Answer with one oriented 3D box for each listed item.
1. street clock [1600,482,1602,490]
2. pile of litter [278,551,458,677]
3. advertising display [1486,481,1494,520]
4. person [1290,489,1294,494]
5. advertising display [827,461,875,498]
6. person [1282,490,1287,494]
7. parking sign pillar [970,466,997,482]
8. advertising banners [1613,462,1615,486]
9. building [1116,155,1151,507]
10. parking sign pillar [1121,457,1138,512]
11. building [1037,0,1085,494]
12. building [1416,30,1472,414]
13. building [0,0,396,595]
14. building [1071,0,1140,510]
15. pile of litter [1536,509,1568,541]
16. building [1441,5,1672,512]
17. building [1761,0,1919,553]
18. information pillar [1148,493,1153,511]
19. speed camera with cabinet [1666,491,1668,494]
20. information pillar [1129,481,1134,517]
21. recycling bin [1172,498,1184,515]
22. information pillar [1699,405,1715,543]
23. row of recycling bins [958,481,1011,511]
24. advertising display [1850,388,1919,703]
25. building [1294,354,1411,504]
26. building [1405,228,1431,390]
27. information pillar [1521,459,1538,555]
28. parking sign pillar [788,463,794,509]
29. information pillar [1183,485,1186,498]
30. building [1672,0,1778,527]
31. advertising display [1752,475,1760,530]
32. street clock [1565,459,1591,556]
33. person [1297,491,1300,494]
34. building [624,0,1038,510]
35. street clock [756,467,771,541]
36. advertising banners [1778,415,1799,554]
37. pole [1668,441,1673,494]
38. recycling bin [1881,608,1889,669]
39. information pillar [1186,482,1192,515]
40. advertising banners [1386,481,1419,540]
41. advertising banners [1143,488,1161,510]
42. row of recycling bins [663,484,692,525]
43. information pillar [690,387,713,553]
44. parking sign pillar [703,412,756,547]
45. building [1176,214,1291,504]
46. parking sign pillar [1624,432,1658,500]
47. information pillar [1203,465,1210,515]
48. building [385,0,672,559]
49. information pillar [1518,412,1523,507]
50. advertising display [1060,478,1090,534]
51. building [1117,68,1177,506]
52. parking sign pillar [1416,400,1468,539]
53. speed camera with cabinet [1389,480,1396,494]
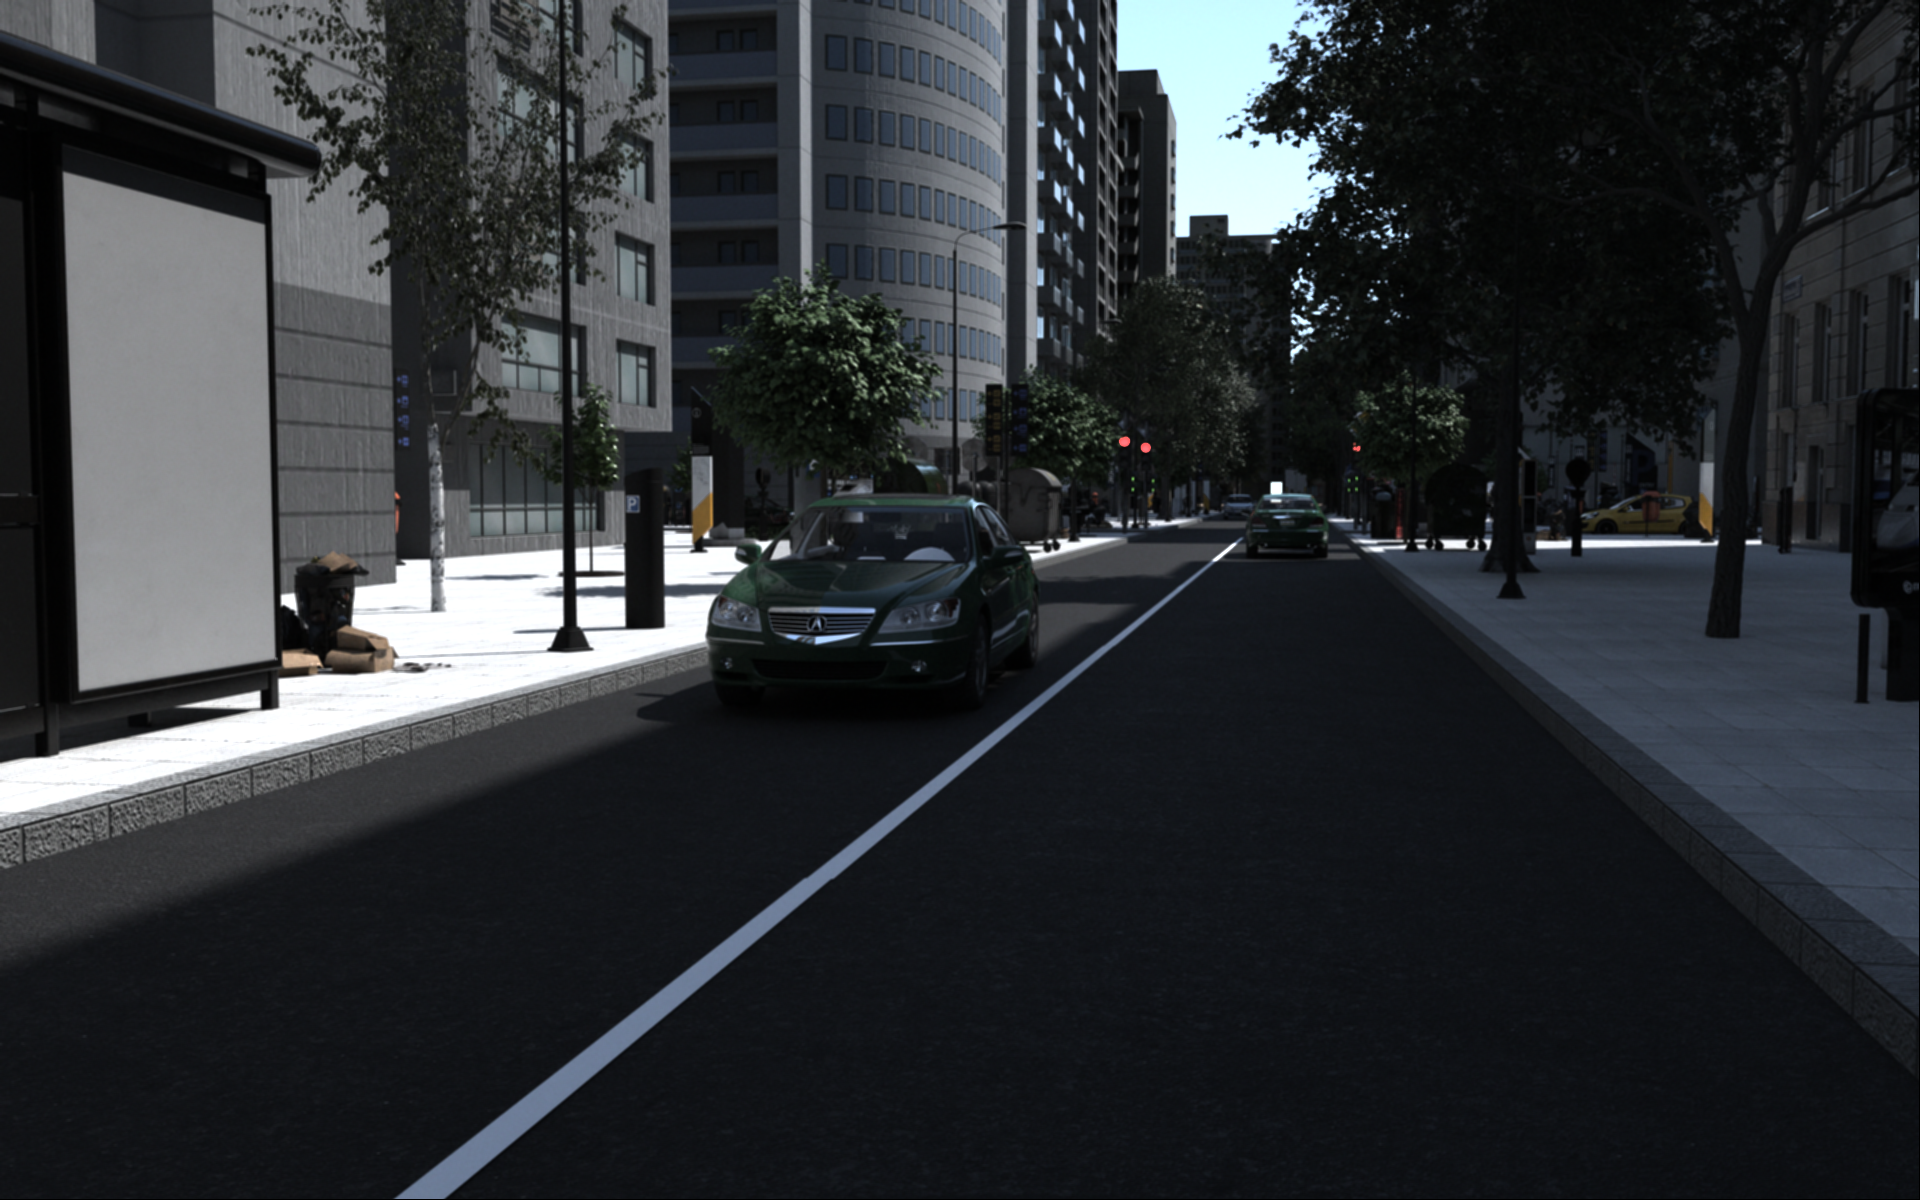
[{"bbox_3d":[39.017,-6.153,105.164,0.358,2.002,0.471,0,4,6],"label":"street clock"},{"bbox_3d":[-4.636,0.083,12.601,1.719,0.858,1.176,1,4,9],"label":"pile of litter"},{"bbox_3d":[26.636,-4.965,86.398,0.974,1.923,0.123,-1,4,-14],"label":"advertising display"},{"bbox_3d":[19.936,-5.790,103.925,0.760,1.731,0.466,-2,4,-29],"label":"person"},{"bbox_3d":[-1.995,-1.569,30.865,0.974,1.923,0.123,-1,4,-13],"label":"advertising display"},{"bbox_3d":[29.839,-9.215,159.036,0.709,1.838,0.599,3,4,39],"label":"person"},{"bbox_3d":[1.078,-5.312,75.329,1.447,3.967,1.447,2,4,29],"label":"parking sign pillar"},{"bbox_3d":[36.374,-6.102,95.958,0.090,3.025,2.074,2,4,31],"label":"advertising banners"},{"bbox_3d":[2.870,-29.478,173.841,32.217,40.220,23.993,1,4,11],"label":"building"},{"bbox_3d":[11.966,-8.206,122.642,1.447,3.967,1.447,2,4,25],"label":"parking sign pillar"},{"bbox_3d":[-3.122,-30.876,124.437,23.786,49.044,30.456,1,4,11],"label":"building"},{"bbox_3d":[52.391,-30.518,153.595,22.147,44.769,28.867,1,4,11],"label":"building"},{"bbox_3d":[-21.075,-28.710,11.414,21.231,58.520,28.212,1,4,11],"label":"building"},{"bbox_3d":[5.134,-43.519,149.782,20.563,71.187,20.611,1,4,11],"label":"building"},{"bbox_3d":[16.279,-2.079,47.957,1.176,0.858,1.719,2,4,31],"label":"pile of litter"},{"bbox_3d":[47.828,-32.317,117.625,28.713,52.752,27.495,1,4,11],"label":"building"},{"bbox_3d":[23.685,-14.261,30.429,12.463,27.353,25.104,1,4,11],"label":"building"},{"bbox_3d":[14.027,-8.353,127.931,0.504,3.616,0.183,1,4,13],"label":"information pillar"},{"bbox_3d":[43.368,-6.719,104.197,2.038,3.252,0.660,0,4,7],"label":"speed camera with cabinet"},{"bbox_3d":[9.585,-5.655,96.951,0.304,2.012,0.304,-1,4,-19],"label":"information pillar"},{"bbox_3d":[13.611,-5.825,107.791,0.722,1.027,0.722,-2,4,-29],"label":"recycling bin"},{"bbox_3d":[19.694,-3.321,45.646,0.504,3.616,0.183,-2,4,-33],"label":"information pillar"},{"bbox_3d":[0.895,-2.947,55.292,1.069,1.692,3.534,2,4,26],"label":"row of recycling bins"},{"bbox_3d":[5.951,-0.338,10.733,0.974,1.923,0.123,-1,4,-19],"label":"advertising display"},{"bbox_3d":[60.382,-23.997,237.384,28.899,21.520,27.650,1,4,11],"label":"building"},{"bbox_3d":[58.599,-34.423,182.420,23.786,49.044,30.456,1,4,11],"label":"building"},{"bbox_3d":[12.076,-1.975,36.781,0.304,2.012,0.304,1,4,12],"label":"information pillar"},{"bbox_3d":[-6.226,-4.956,69.496,1.447,3.967,1.447,0,4,6],"label":"parking sign pillar"},{"bbox_3d":[14.183,-7.170,108.580,0.504,3.616,0.183,3,4,37],"label":"information pillar"},{"bbox_3d":[42.900,-27.525,73.730,21.600,48.544,21.300,1,4,11],"label":"building"},{"bbox_3d":[27.589,-3.353,60.038,0.123,1.923,0.974,1,4,19],"label":"advertising display"},{"bbox_3d":[12.707,-1.900,35.643,0.471,2.002,0.358,2,4,28],"label":"street clock"},{"bbox_3d":[28.782,-8.411,146.743,0.721,1.736,1.217,3,5,44],"label":"person"},{"bbox_3d":[-8.523,-33.348,87.234,21.231,58.520,28.212,1,4,11],"label":"building"},{"bbox_3d":[-5.350,-2.602,47.116,0.358,2.002,0.471,-2,4,-33],"label":"street clock"},{"bbox_3d":[18.114,-2.546,37.818,0.090,3.025,2.074,2,4,34],"label":"advertising banners"},{"bbox_3d":[27.372,-4.460,66.769,0.158,3.312,0.155,0,3,0],"label":"pole"},{"bbox_3d":[7.237,-0.001,12.576,0.722,1.027,0.722,-2,4,-30],"label":"recycling bin"},{"bbox_3d":[13.809,-6.120,104.555,0.304,2.012,0.304,1,4,23],"label":"information pillar"},{"bbox_3d":[12.281,-3.189,48.329,0.090,3.025,2.074,3,5,42],"label":"advertising banners"},{"bbox_3d":[15.344,-8.626,137.229,2.074,3.025,0.090,-1,4,-23],"label":"advertising banners"},{"bbox_3d":[-11.070,-3.928,71.330,3.534,1.692,1.069,1,4,18],"label":"row of recycling bins"},{"bbox_3d":[-5.665,-2.850,37.948,0.504,3.616,0.183,1,4,23],"label":"information pillar"},{"bbox_3d":[-5.747,-3.308,42.553,1.447,3.967,1.447,-2,4,-30],"label":"parking sign pillar"},{"bbox_3d":[34.819,-33.762,243.895,23.993,40.220,32.217,1,4,11],"label":"building"},{"bbox_3d":[29.681,-5.321,75.475,1.447,3.967,1.447,0,4,-6],"label":"parking sign pillar"},{"bbox_3d":[15.082,-7.005,105.889,0.504,3.616,0.183,-3,5,-42],"label":"information pillar"},{"bbox_3d":[-14.924,-21.832,40.549,14.086,41.232,14.154,1,4,11],"label":"building"},{"bbox_3d":[13.333,-3.083,41.765,0.504,3.616,0.183,-2,4,-27],"label":"information pillar"},{"bbox_3d":[3.737,-3.122,56.256,0.974,1.923,0.123,0,4,-2],"label":"advertising display"},{"bbox_3d":[13.248,-35.064,196.989,21.600,48.544,21.300,1,4,11],"label":"building"},{"bbox_3d":[13.851,-3.744,49.680,1.447,3.967,1.447,1,4,11],"label":"parking sign pillar"},{"bbox_3d":[18.250,-4.826,73.246,0.660,3.252,2.038,0,4,4],"label":"speed camera with cabinet"}]
